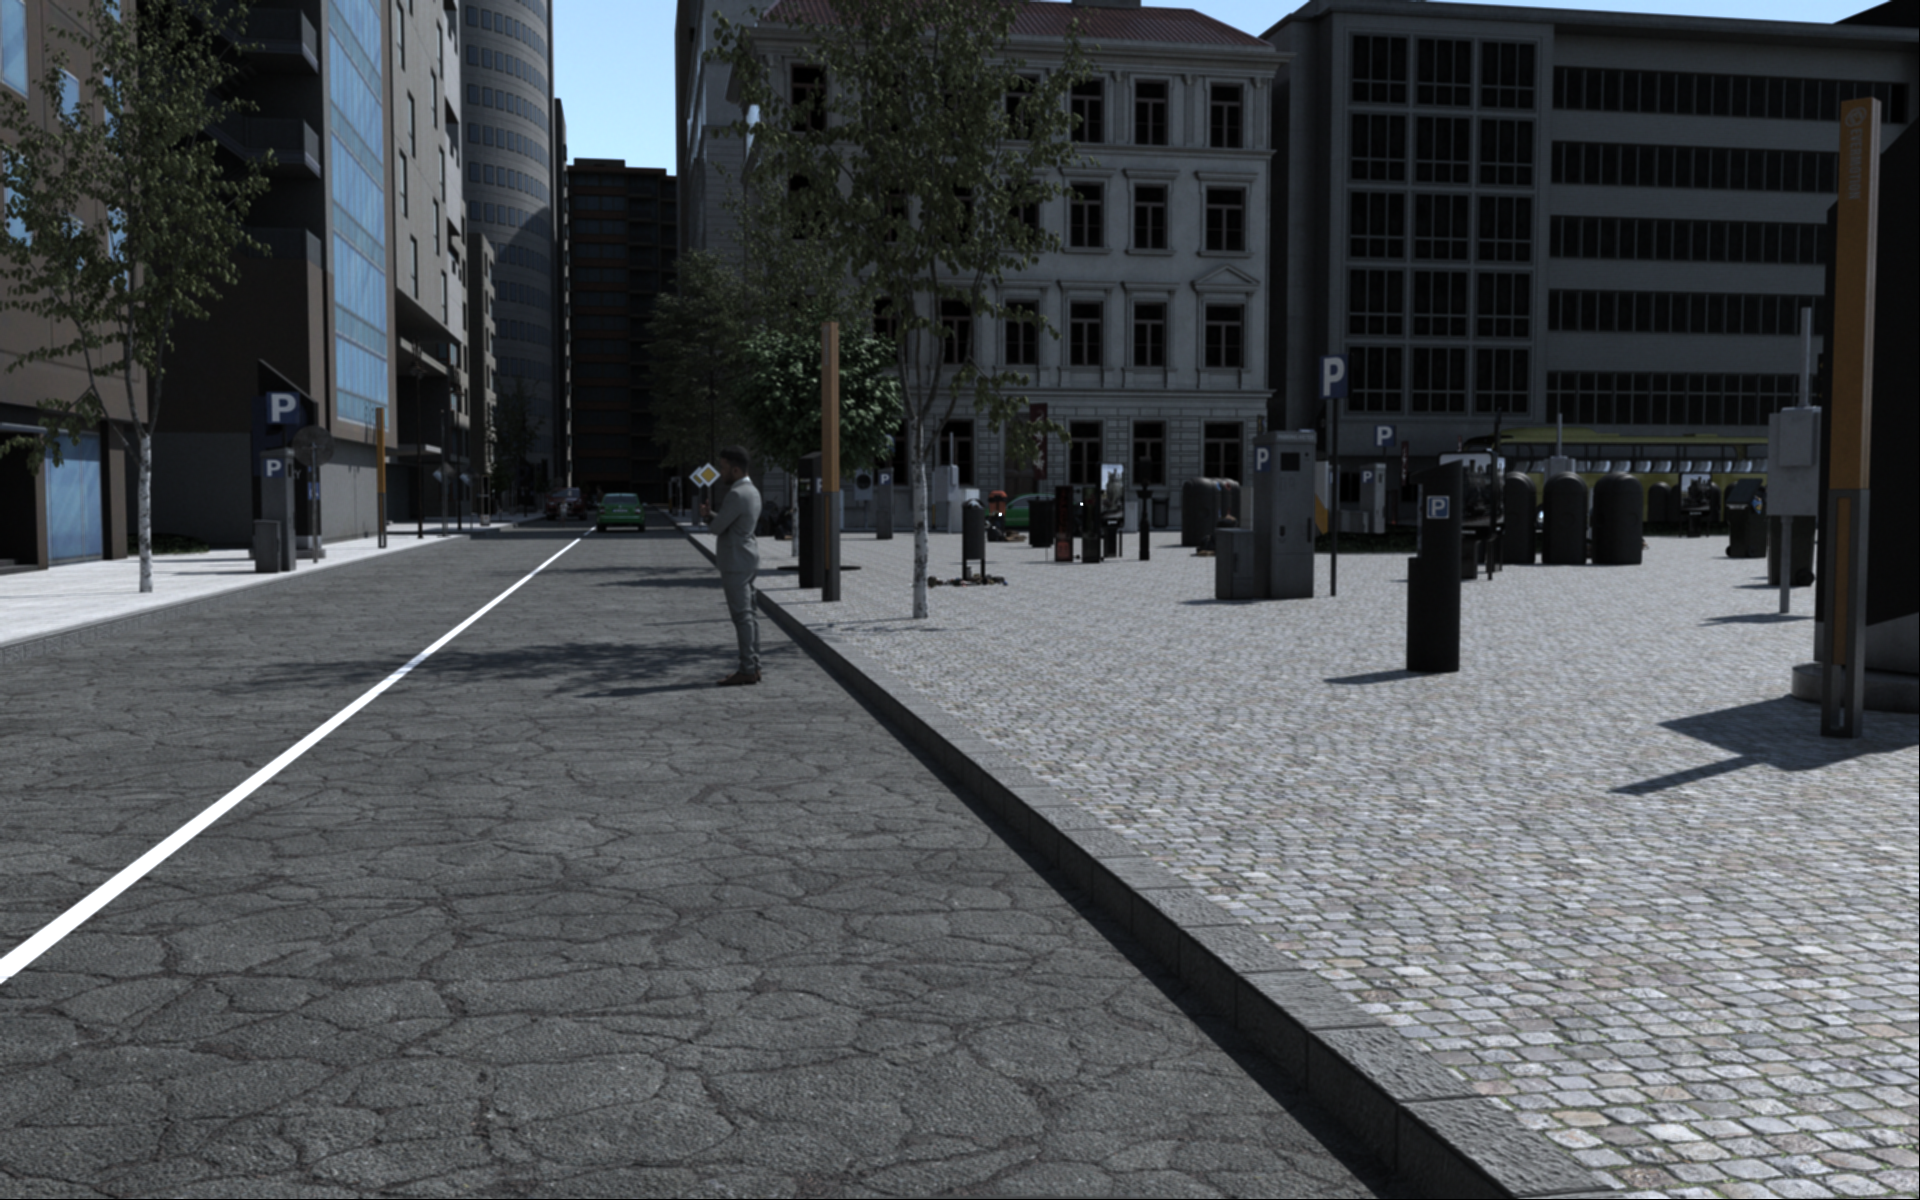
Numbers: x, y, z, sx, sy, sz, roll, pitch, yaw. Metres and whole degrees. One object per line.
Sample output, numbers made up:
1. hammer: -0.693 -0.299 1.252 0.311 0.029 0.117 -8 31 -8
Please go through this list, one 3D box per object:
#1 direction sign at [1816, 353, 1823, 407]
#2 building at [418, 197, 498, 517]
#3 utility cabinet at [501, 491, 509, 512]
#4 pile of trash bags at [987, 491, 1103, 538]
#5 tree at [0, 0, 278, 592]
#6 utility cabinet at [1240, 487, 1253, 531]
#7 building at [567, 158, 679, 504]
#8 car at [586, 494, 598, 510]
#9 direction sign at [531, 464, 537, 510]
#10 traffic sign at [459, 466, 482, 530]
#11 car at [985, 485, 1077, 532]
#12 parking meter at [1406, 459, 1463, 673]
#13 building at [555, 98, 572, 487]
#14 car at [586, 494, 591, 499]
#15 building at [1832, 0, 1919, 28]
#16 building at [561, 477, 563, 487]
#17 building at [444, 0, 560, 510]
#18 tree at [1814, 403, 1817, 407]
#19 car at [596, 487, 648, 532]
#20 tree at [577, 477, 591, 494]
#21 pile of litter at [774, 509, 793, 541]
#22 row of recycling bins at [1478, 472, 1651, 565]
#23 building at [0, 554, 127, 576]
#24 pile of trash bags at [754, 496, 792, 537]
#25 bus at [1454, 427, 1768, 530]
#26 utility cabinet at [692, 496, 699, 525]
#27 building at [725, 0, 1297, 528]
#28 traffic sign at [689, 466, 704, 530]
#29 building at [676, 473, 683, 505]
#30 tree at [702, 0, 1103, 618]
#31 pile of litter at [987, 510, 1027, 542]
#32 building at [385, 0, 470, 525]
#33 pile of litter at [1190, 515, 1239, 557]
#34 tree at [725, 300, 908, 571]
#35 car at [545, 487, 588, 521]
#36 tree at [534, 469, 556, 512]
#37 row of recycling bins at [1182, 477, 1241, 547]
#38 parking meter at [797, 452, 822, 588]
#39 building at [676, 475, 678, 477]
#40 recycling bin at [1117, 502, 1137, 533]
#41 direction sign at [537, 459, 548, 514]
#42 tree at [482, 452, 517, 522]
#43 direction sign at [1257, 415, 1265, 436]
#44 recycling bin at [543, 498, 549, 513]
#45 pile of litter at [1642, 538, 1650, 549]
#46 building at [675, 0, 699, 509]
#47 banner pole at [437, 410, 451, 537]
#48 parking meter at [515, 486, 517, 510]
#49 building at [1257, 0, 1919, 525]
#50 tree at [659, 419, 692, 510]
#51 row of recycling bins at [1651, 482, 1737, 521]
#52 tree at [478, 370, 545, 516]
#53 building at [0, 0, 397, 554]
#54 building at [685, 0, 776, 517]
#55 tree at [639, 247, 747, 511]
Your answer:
1. direction sign: 14.056 -2.180 27.642 0.379 3.537 0.876 -2 4 -30
2. building: -44.124 -16.022 106.995 27.650 21.520 28.899 -1 4 -10
3. utility cabinet: -32.251 -7.034 123.685 0.318 1.500 1.173 1 4 21
4. pile of trash bags: 2.523 -2.552 51.476 3.447 1.369 1.912 0 3 0
5. tree: -10.794 -4.416 22.567 4.737 8.622 4.395 0 3 0
6. utility cabinet: 8.880 -2.784 54.201 0.318 1.500 1.173 -2 4 -26
7. building: -47.974 -35.114 228.744 28.867 44.769 22.147 -1 4 -10
8. car: -32.383 -8.840 154.327 2.009 1.686 4.222 -1 4 -9
9. direction sign: -31.818 -8.435 129.909 0.876 3.537 0.379 -1 4 -22
10. traffic sign: -17.263 -3.517 61.147 0.795 2.450 0.064 -1 4 -10
11. car: 2.285 -3.139 60.124 4.718 1.807 1.959 -1 4 -9
12. parking meter: 3.443 -0.254 12.567 0.372 1.533 0.369 0 3 0
13. building: -55.308 -34.959 195.285 21.600 48.544 21.300 -1 4 -10
14. car: -35.113 -9.504 167.186 2.131 1.459 4.920 -1 4 -10
15. building: 49.383 -15.338 80.454 15.834 23.373 12.332 -1 4 -10
16. building: -56.183 -29.313 171.147 32.217 40.220 23.993 -1 4 -10
17. building: -45.471 -36.939 145.947 21.231 58.520 28.212 -1 4 -10
18. tree: 24.647 -3.868 46.954 4.285 4.588 4.351 0 3 0
19. car: -12.969 -3.520 66.354 1.959 1.807 4.718 -1 4 -10
20. tree: -43.609 -12.629 201.091 1.663 3.219 1.824 0 3 0
21. pile of litter: -4.486 -2.112 48.497 1.719 0.858 1.176 -3 4 -37
22. row of recycling bins: 10.740 -1.523 32.019 3.534 1.692 1.069 1 4 14
23. building: -21.812 -22.951 25.366 14.600 45.320 14.200 -1 4 -10
24. pile of trash bags: -5.395 -2.658 53.211 3.447 1.369 1.912 -2 4 -31
25. bus: 24.416 -4.480 64.795 12.252 3.916 2.896 -1 4 -9
26. utility cabinet: -10.975 -3.707 71.771 0.306 1.237 1.020 -1 4 -9
27. building: 1.433 -14.323 70.344 21.152 22.565 11.583 -1 4 -10
28. traffic sign: -9.399 -3.605 62.578 0.795 2.450 0.064 -1 4 -10
29. building: -23.263 -46.628 200.614 20.563 71.187 20.611 -1 4 -10
30. tree: -0.434 -4.103 17.440 4.737 8.622 4.395 0 3 0
31. pile of litter: 1.273 -2.015 46.912 1.176 0.858 1.719 2 4 24
32. building: -35.586 -29.458 70.876 28.713 52.752 27.495 -1 4 -10
33. pile of litter: 5.631 -1.339 35.854 1.719 0.858 1.176 0 4 8
34. tree: -2.373 -2.805 29.567 4.285 4.588 4.351 0 3 0
35. car: -21.539 -5.276 94.942 2.281 1.827 5.304 -1 4 -10
36. tree: -30.035 -7.903 123.821 1.663 3.219 1.824 0 3 0
37. row of recycling bins: 6.318 -2.237 43.693 1.069 1.692 3.534 1 4 22
38. parking meter: -2.010 -1.097 23.653 0.255 1.863 0.399 2 4 33
39. building: -16.916 -34.063 176.544 23.786 49.044 30.456 -1 4 -10
40. recycling bin: 5.453 -2.709 56.846 0.722 1.027 0.722 0 4 6
41. direction sign: -26.634 -7.288 111.157 0.379 3.537 0.876 1 4 9
42. tree: -21.311 -5.204 79.690 1.663 3.219 1.824 0 3 0
43. direction sign: 8.644 -3.536 49.809 0.379 3.537 0.876 1 4 22
44. recycling bin: -28.346 -6.544 119.545 0.722 1.027 0.722 0 4 6
45. pile of litter: 15.441 -1.604 40.190 1.719 0.858 1.176 -2 4 -29
46. building: -17.982 -30.807 153.797 14.600 45.320 14.200 -1 4 -10
47. banner pole: -15.505 -3.789 51.972 0.401 3.779 0.863 -1 4 -12
48. parking meter: -32.886 -7.460 127.677 0.255 1.863 0.399 0 4 6
49. building: 26.703 -15.768 76.878 30.058 24.678 14.314 -1 4 -10
50. tree: -22.579 -11.659 140.982 4.360 8.622 3.978 0 3 0
51. row of recycling bins: 24.972 -3.153 58.667 1.069 1.692 3.534 -3 5 -39
52. tree: -26.783 -9.361 103.416 4.737 8.622 4.395 0 3 0
53. building: -23.381 -24.157 45.075 14.200 45.320 14.600 -1 4 -10
54. building: -10.192 -19.896 102.796 11.434 29.767 29.804 -1 4 -10
55. tree: -11.419 -9.913 80.210 7.486 12.596 7.792 0 3 0
